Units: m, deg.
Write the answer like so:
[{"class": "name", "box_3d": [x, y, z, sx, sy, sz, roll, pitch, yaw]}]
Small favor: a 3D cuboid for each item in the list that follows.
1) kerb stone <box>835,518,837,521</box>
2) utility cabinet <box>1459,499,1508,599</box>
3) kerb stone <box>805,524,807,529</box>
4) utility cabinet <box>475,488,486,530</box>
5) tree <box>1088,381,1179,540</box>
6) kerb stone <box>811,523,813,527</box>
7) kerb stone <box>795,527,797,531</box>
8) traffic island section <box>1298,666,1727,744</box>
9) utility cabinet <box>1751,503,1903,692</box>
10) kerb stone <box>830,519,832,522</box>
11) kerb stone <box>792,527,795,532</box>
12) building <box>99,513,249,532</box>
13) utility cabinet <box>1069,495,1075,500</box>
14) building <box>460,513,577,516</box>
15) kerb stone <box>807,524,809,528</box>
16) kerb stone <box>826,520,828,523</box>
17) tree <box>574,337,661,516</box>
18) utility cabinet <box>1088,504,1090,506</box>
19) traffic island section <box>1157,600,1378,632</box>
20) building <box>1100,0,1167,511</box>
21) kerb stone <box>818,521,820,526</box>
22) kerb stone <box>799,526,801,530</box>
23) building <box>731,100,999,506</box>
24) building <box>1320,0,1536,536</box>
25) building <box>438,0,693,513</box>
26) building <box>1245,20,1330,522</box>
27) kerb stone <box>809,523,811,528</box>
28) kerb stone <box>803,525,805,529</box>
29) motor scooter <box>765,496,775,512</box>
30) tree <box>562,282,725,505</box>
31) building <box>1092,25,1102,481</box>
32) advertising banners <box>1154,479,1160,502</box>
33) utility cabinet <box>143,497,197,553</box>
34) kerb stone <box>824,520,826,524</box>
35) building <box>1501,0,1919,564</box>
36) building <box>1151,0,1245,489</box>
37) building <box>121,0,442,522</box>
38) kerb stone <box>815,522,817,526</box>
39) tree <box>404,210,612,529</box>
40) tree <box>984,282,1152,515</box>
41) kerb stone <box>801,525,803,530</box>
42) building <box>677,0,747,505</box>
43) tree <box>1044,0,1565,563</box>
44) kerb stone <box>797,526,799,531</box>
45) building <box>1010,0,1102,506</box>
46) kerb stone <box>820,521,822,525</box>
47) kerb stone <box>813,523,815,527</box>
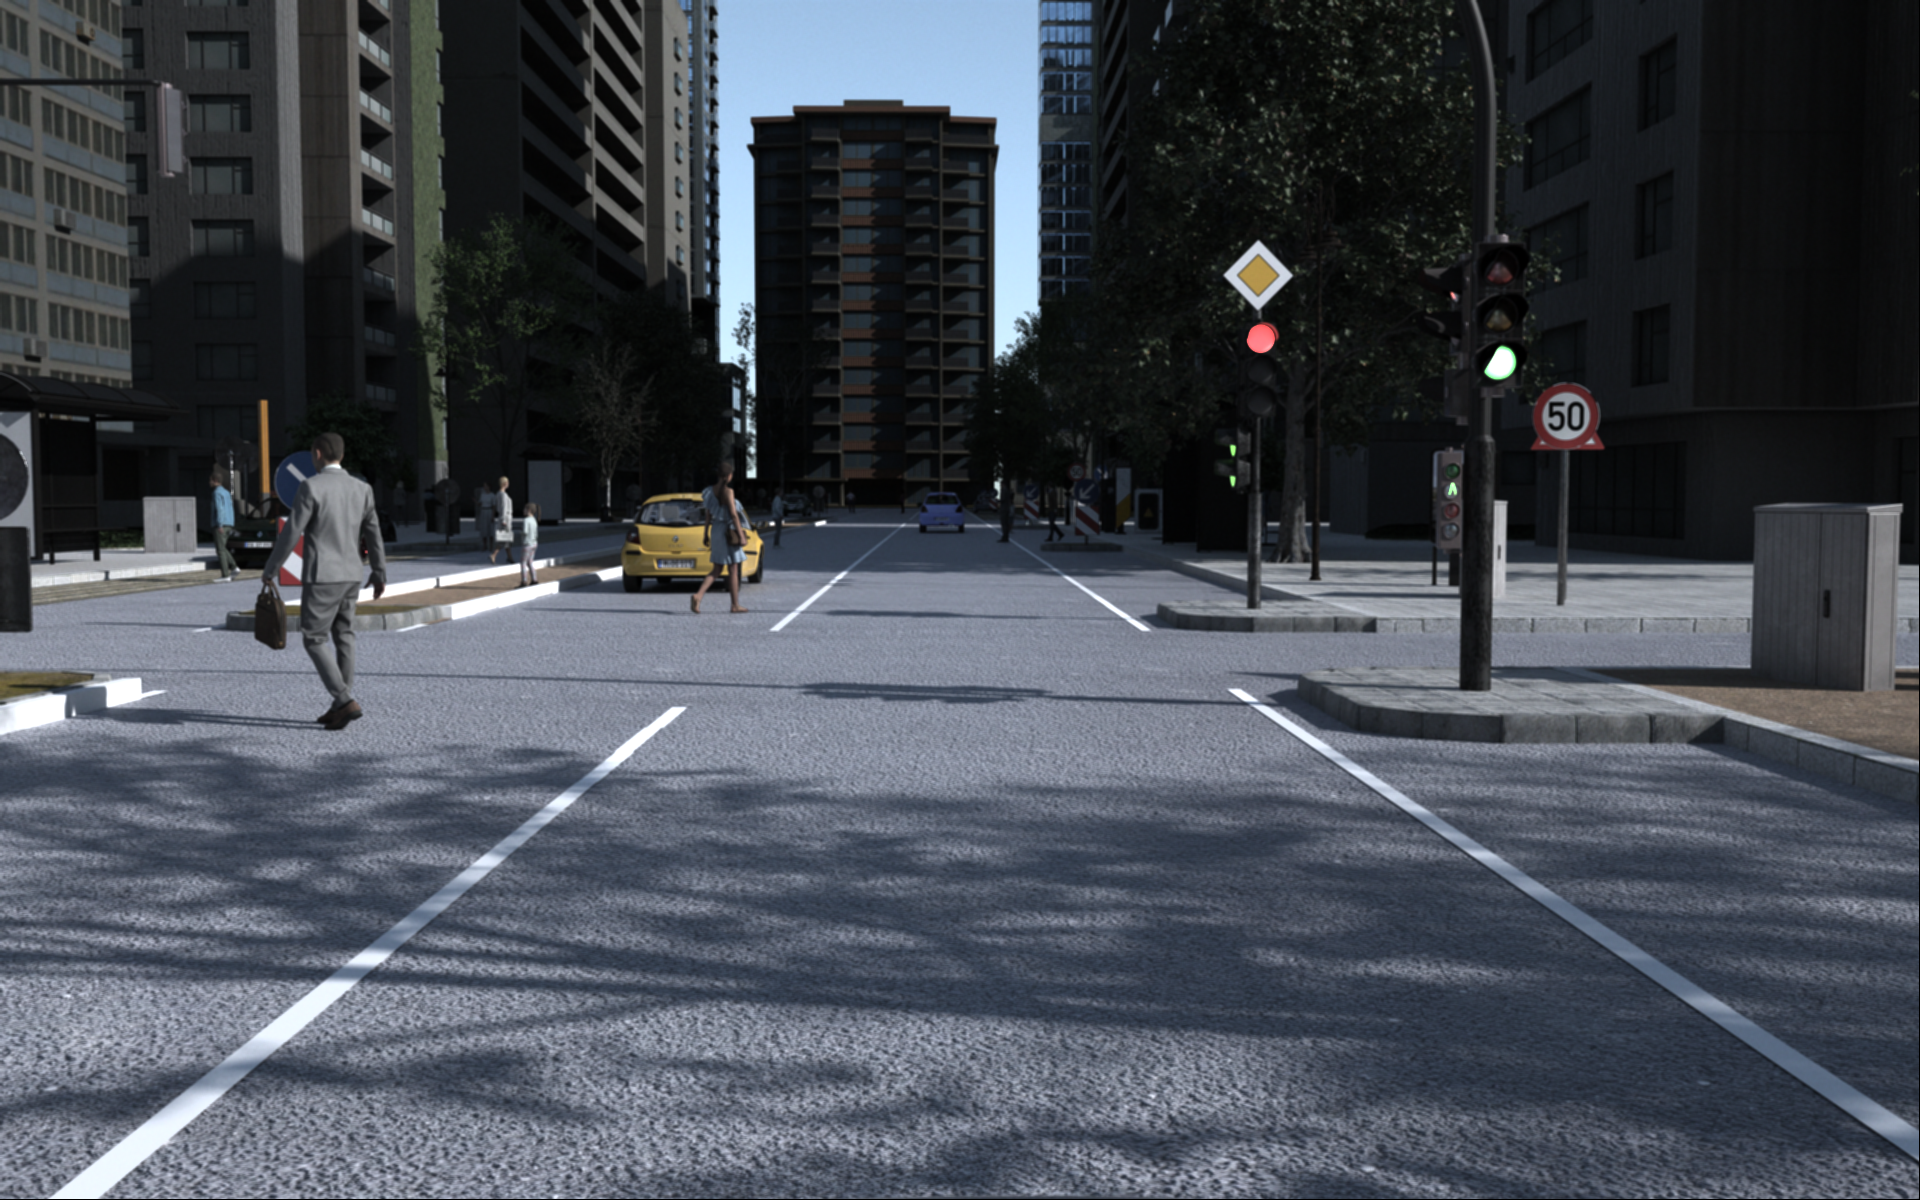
[{"class": "kerb stone", "box_3d": [-6.622, -4.147, 90.006, 0.120, 0.150, 1.000, 0, 4, -1]}, {"class": "utility cabinet", "box_3d": [6.530, -0.638, 21.586, 0.306, 1.237, 1.020, 2, 4, 34]}, {"class": "kerb stone", "box_3d": [-6.421, -2.957, 70.538, 0.120, 0.150, 1.000, 0, 4, -1]}, {"class": "utility cabinet", "box_3d": [-16.670, -3.163, 60.390, 0.318, 1.500, 1.173, -2, 4, -25]}, {"class": "tree", "box_3d": [6.238, -3.995, 49.029, 4.285, 4.588, 4.351, 0, 3, 0]}, {"class": "kerb stone", "box_3d": [-6.454, -3.145, 73.611, 0.120, 0.150, 1.000, 0, 4, -1]}, {"class": "kerb stone", "box_3d": [-6.361, -2.643, 65.414, 0.120, 0.150, 1.000, 0, 4, -1]}, {"class": "traffic island section", "box_3d": [3.395, 0.666, 11.390, 2.009, 0.180, 2.903, 0, 4, -1]}, {"class": "utility cabinet", "box_3d": [5.836, -0.035, 11.730, 0.306, 1.237, 1.020, -1, 4, -16]}, {"class": "kerb stone", "box_3d": [-6.585, -3.897, 85.913, 0.120, 0.150, 1.000, 0, 4, -1]}, {"class": "kerb stone", "box_3d": [-6.348, -2.580, 64.386, 0.120, 0.150, 1.000, 0, 4, -1]}, {"class": "building", "box_3d": [-39.396, -21.915, 50.184, 32.217, 40.220, 23.993, 0, 4, -1]}, {"class": "utility cabinet", "box_3d": [6.243, -5.036, 93.498, 1.020, 1.237, 0.306, -3, 4, -36]}, {"class": "building", "box_3d": [-35.328, -30.730, 126.129, 21.300, 48.544, 21.600, 0, 4, -1]}, {"class": "kerb stone", "box_3d": [-6.426, -3.019, 71.560, 0.120, 0.150, 1.000, 0, 4, -1]}, {"class": "kerb stone", "box_3d": [-6.549, -3.708, 82.826, 0.120, 0.150, 1.000, 0, 4, -1]}, {"class": "tree", "box_3d": [-16.512, -8.058, 82.116, 4.360, 8.622, 3.978, 0, 3, 0]}, {"class": "utility cabinet", "box_3d": [5.962, -4.237, 80.438, 1.020, 1.237, 0.306, -3, 5, -39]}, {"class": "traffic island section", "box_3d": [3.310, 0.178, 19.375, 2.009, 0.180, 2.903, 0, 4, -1]}, {"class": "building", "box_3d": [22.806, -31.410, 137.251, 21.300, 48.544, 21.600, 0, 4, -1]}, {"class": "kerb stone", "box_3d": [-6.496, -3.395, 77.705, 0.120, 0.150, 1.000, 0, 4, -1]}, {"class": "kerb stone", "box_3d": [-6.392, -2.769, 67.464, 0.120, 0.150, 1.000, 0, 4, -1]}, {"class": "building", "box_3d": [-10.289, -33.078, 195.457, 28.867, 44.769, 22.147, 0, 4, -1]}, {"class": "building", "box_3d": [19.381, -22.934, 58.559, 14.154, 41.232, 14.086, 0, 4, -1]}, {"class": "building", "box_3d": [-35.530, -32.235, 150.745, 21.600, 48.544, 21.300, 0, 4, -1]}, {"class": "building", "box_3d": [23.621, -39.434, 82.992, 20.563, 71.187, 20.611, 0, 4, -1]}, {"class": "kerb stone", "box_3d": [-6.440, -3.078, 72.589, 0.120, 0.150, 1.000, 0, 4, -1]}, {"class": "kerb stone", "box_3d": [-6.411, -2.892, 69.514, 0.120, 0.150, 1.000, 0, 4, -1]}, {"class": "motor scooter", "box_3d": [-14.011, -7.014, 127.449, 0.815, 1.314, 1.986, 0, 4, -2]}, {"class": "tree", "box_3d": [-17.203, -10.831, 94.099, 9.611, 12.733, 9.660, 0, 3, 0]}, {"class": "building", "box_3d": [18.753, -28.847, 155.242, 14.154, 41.232, 14.086, 0, 4, -1]}, {"class": "advertising banners", "box_3d": [6.530, -3.567, 54.503, 0.090, 3.025, 2.074, -1, 4, -22]}, {"class": "utility cabinet", "box_3d": [-17.205, -1.624, 37.717, 1.020, 1.237, 0.306, -1, 4, -16]}, {"class": "kerb stone", "box_3d": [-6.539, -3.643, 81.804, 0.120, 0.150, 1.000, 0, 4, -1]}, {"class": "building", "box_3d": [20.362, -16.134, 35.490, 14.107, 30.474, 14.160, 0, 4, -1]}, {"class": "building", "box_3d": [24.419, -30.071, 111.272, 23.786, 49.044, 30.456, 0, 4, -1]}, {"class": "building", "box_3d": [-32.038, -24.075, 77.222, 14.154, 41.232, 14.086, 0, 4, -1]}, {"class": "kerb stone", "box_3d": [-6.474, -3.267, 75.658, 0.120, 0.150, 1.000, 0, 4, -1]}, {"class": "tree", "box_3d": [-16.626, -8.417, 63.366, 9.928, 11.665, 9.643, 0, 3, 0]}, {"class": "tree", "box_3d": [5.876, -9.665, 83.782, 9.928, 11.665, 9.643, 0, 3, 0]}, {"class": "kerb stone", "box_3d": [-6.396, -2.827, 68.492, 0.120, 0.150, 1.000, 0, 4, -1]}, {"class": "building", "box_3d": [-40.264, -53.974, 195.143, 31.000, 86.520, 22.319, 0, 4, -1]}, {"class": "tree", "box_3d": [6.374, -7.046, 32.206, 9.611, 12.733, 9.660, 0, 3, 0]}, {"class": "kerb stone", "box_3d": [-6.367, -2.706, 66.439, 0.120, 0.150, 1.000, 0, 4, -1]}, {"class": "building", "box_3d": [20.461, -54.015, 195.819, 31.000, 86.520, 22.319, 0, 4, -1]}, {"class": "kerb stone", "box_3d": [-6.502, -3.458, 78.737, 0.120, 0.150, 1.000, 0, 4, -1]}, {"class": "kerb stone", "box_3d": [-6.465, -3.207, 74.633, 0.120, 0.150, 1.000, 0, 4, -1]}]
